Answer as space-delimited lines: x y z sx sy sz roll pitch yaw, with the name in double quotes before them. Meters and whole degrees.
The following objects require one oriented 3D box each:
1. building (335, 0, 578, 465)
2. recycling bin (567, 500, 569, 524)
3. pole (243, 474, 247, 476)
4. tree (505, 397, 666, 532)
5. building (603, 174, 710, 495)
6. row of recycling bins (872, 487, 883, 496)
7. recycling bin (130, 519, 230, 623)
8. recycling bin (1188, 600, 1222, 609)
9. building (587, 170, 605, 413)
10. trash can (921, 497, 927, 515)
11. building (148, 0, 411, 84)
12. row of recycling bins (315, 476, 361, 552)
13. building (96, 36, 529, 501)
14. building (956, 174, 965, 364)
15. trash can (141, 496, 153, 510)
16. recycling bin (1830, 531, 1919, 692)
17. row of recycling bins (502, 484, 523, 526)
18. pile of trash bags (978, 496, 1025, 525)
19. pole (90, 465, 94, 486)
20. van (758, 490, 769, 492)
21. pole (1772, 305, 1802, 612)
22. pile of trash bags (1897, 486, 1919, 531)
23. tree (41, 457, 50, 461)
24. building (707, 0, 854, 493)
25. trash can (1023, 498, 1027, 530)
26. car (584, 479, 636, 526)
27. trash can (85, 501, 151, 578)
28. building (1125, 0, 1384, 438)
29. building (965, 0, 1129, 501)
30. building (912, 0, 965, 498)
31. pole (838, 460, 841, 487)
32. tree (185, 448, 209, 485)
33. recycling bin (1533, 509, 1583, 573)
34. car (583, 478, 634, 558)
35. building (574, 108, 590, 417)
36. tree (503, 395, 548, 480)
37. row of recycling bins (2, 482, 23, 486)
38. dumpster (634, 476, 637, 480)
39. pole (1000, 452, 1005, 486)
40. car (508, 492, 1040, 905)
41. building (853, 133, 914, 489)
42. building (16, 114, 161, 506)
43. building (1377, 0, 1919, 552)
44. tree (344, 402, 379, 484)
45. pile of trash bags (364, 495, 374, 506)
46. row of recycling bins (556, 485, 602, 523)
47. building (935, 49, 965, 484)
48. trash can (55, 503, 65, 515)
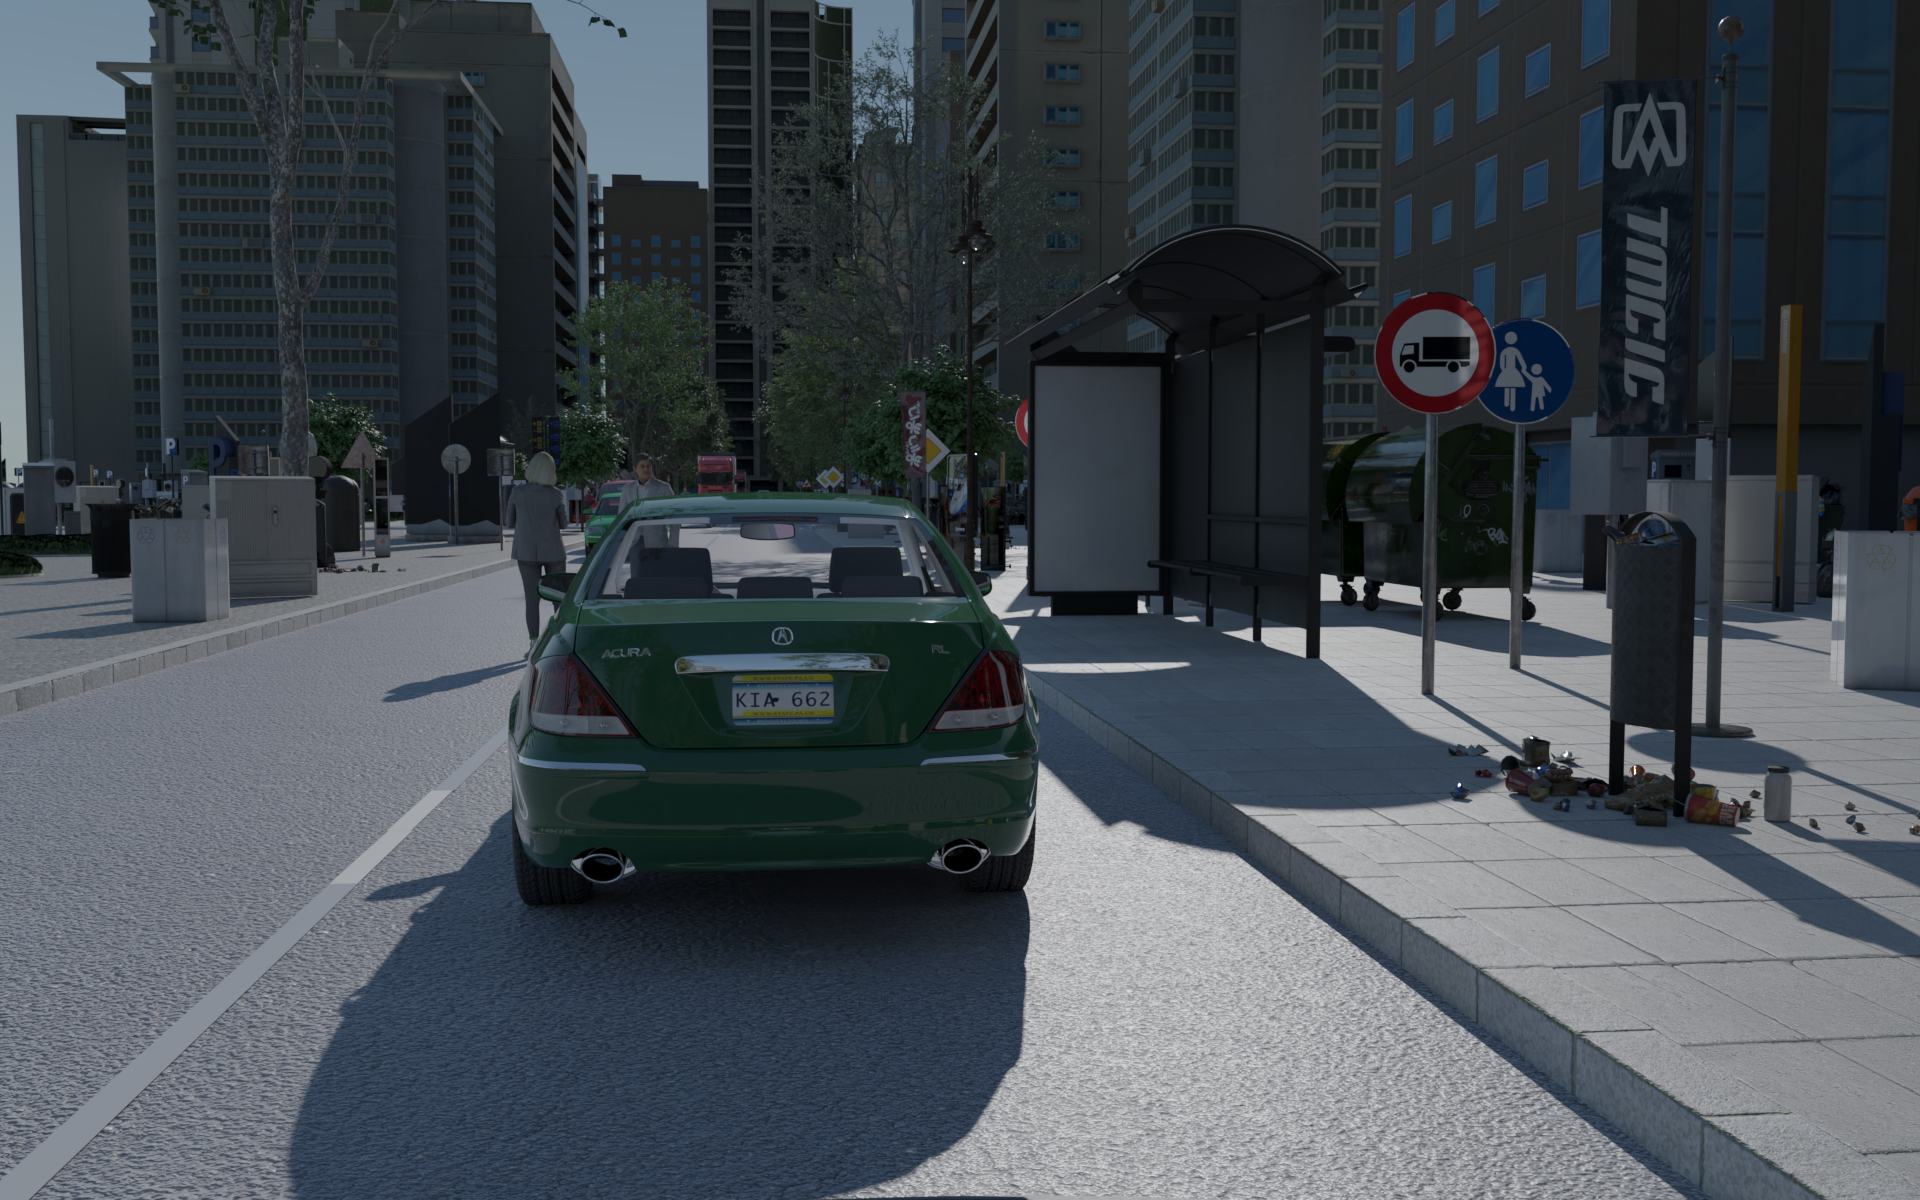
"building" -50.706 -33.721 175.040 21.300 48.544 21.600 0 4 -6
"recycling bin" -17.010 -3.706 73.154 0.722 1.027 0.722 2 4 24
"pole" -36.499 -5.785 88.435 0.158 3.312 0.155 0 3 0
"tree" -12.965 -4.604 58.982 4.285 4.588 4.351 0 3 0
"building" -42.592 -36.431 245.761 14.200 45.320 14.600 0 4 -6
"row of recycling bins" -6.189 -8.419 144.767 3.534 1.692 1.069 2 4 29
"recycling bin" -7.919 -0.309 17.602 0.722 1.027 0.722 0 4 -2
"recycling bin" 3.084 -0.440 19.754 0.722 1.027 0.722 -2 4 -27
"building" -65.650 -38.498 249.047 30.456 49.044 23.786 0 4 -6
"trash can" -1.554 -4.173 79.874 0.748 1.137 0.748 0 3 0
"building" -71.285 -39.557 188.762 28.212 58.520 21.231 0 4 -6
"row of recycling bins" -14.534 -2.004 39.875 1.069 1.692 3.534 -2 4 -30
"building" -54.171 -28.133 151.857 32.217 40.220 23.993 0 4 -6
"building" 6.415 -23.714 159.426 14.160 30.474 14.107 0 4 -6
"trash can" -52.358 -6.116 111.658 0.748 1.137 0.748 0 3 0
"recycling bin" 6.275 0.060 11.575 0.722 1.027 0.722 1 4 19
"row of recycling bins" -18.097 -3.861 70.248 1.069 1.692 3.534 -2 4 -27
"pile of trash bags" 2.646 -3.822 72.243 3.447 1.369 1.912 -1 4 -16
"pole" -60.355 -7.747 120.511 0.158 3.312 0.155 0 3 0
"van" -21.267 -11.033 187.398 2.013 2.044 4.112 0 4 -8
"pole" 8.981 -1.527 18.802 0.158 3.312 0.155 0 3 0
"pile of trash bags" 10.416 -0.388 16.097 1.912 1.369 3.447 -2 4 -30
"tree" -42.613 -5.318 81.554 1.663 3.219 1.824 0 3 0
"building" -25.759 -49.709 250.989 20.611 71.187 20.563 0 4 -6
"trash can" 2.502 -2.855 58.337 0.748 1.137 0.748 0 3 0
"car" -8.461 -2.201 44.654 2.281 1.827 5.304 0 4 -7
"trash can" -13.022 -0.915 26.621 0.748 1.137 0.748 0 3 0
"building" 23.287 -25.049 101.438 23.993 40.220 32.217 0 4 -6
"building" 12.194 -31.346 136.216 21.300 48.544 21.600 0 4 -6
"building" 5.279 -39.902 194.390 21.231 58.520 28.212 0 4 -6
"pole" -6.998 -6.538 100.744 0.158 3.312 0.155 0 3 0
"tree" -53.357 -8.522 123.051 4.285 4.588 4.351 0 3 0
"recycling bin" 9.796 -0.979 28.563 0.722 1.027 0.722 0 4 -1
"car" -7.408 -1.842 38.916 1.959 1.807 4.718 0 4 -7
"building" -49.814 -33.363 195.603 14.200 45.320 14.600 0 4 -6
"tree" -32.420 -10.915 128.822 4.360 8.622 3.978 0 3 0
"row of recycling bins" -32.606 -3.139 58.428 3.534 1.692 1.069 1 4 14
"dumpster" -17.504 -5.577 93.674 1.502 2.255 1.985 0 4 -7
"pole" 2.054 -5.479 83.429 0.158 3.312 0.155 0 3 0
"car" -0.827 0.259 7.557 2.131 1.459 4.920 0 4 -7
"building" -2.031 -40.873 257.512 27.495 52.752 28.713 0 4 -6
"building" -92.973 -30.998 190.415 14.086 41.232 14.154 0 4 -6
"building" 19.368 -23.917 41.150 14.600 45.320 14.200 0 4 -6
"tree" -47.790 -11.428 137.215 4.737 8.622 4.395 0 3 0
"pile of trash bags" -45.072 -7.515 132.616 1.912 1.369 3.447 1 4 20
"row of recycling bins" -16.592 -4.331 77.930 3.534 1.692 1.069 -2 4 -24
"building" 5.106 -31.984 173.042 14.600 45.320 14.200 0 4 -6
"trash can" -62.281 -6.577 119.194 0.748 1.137 0.748 0 3 0
